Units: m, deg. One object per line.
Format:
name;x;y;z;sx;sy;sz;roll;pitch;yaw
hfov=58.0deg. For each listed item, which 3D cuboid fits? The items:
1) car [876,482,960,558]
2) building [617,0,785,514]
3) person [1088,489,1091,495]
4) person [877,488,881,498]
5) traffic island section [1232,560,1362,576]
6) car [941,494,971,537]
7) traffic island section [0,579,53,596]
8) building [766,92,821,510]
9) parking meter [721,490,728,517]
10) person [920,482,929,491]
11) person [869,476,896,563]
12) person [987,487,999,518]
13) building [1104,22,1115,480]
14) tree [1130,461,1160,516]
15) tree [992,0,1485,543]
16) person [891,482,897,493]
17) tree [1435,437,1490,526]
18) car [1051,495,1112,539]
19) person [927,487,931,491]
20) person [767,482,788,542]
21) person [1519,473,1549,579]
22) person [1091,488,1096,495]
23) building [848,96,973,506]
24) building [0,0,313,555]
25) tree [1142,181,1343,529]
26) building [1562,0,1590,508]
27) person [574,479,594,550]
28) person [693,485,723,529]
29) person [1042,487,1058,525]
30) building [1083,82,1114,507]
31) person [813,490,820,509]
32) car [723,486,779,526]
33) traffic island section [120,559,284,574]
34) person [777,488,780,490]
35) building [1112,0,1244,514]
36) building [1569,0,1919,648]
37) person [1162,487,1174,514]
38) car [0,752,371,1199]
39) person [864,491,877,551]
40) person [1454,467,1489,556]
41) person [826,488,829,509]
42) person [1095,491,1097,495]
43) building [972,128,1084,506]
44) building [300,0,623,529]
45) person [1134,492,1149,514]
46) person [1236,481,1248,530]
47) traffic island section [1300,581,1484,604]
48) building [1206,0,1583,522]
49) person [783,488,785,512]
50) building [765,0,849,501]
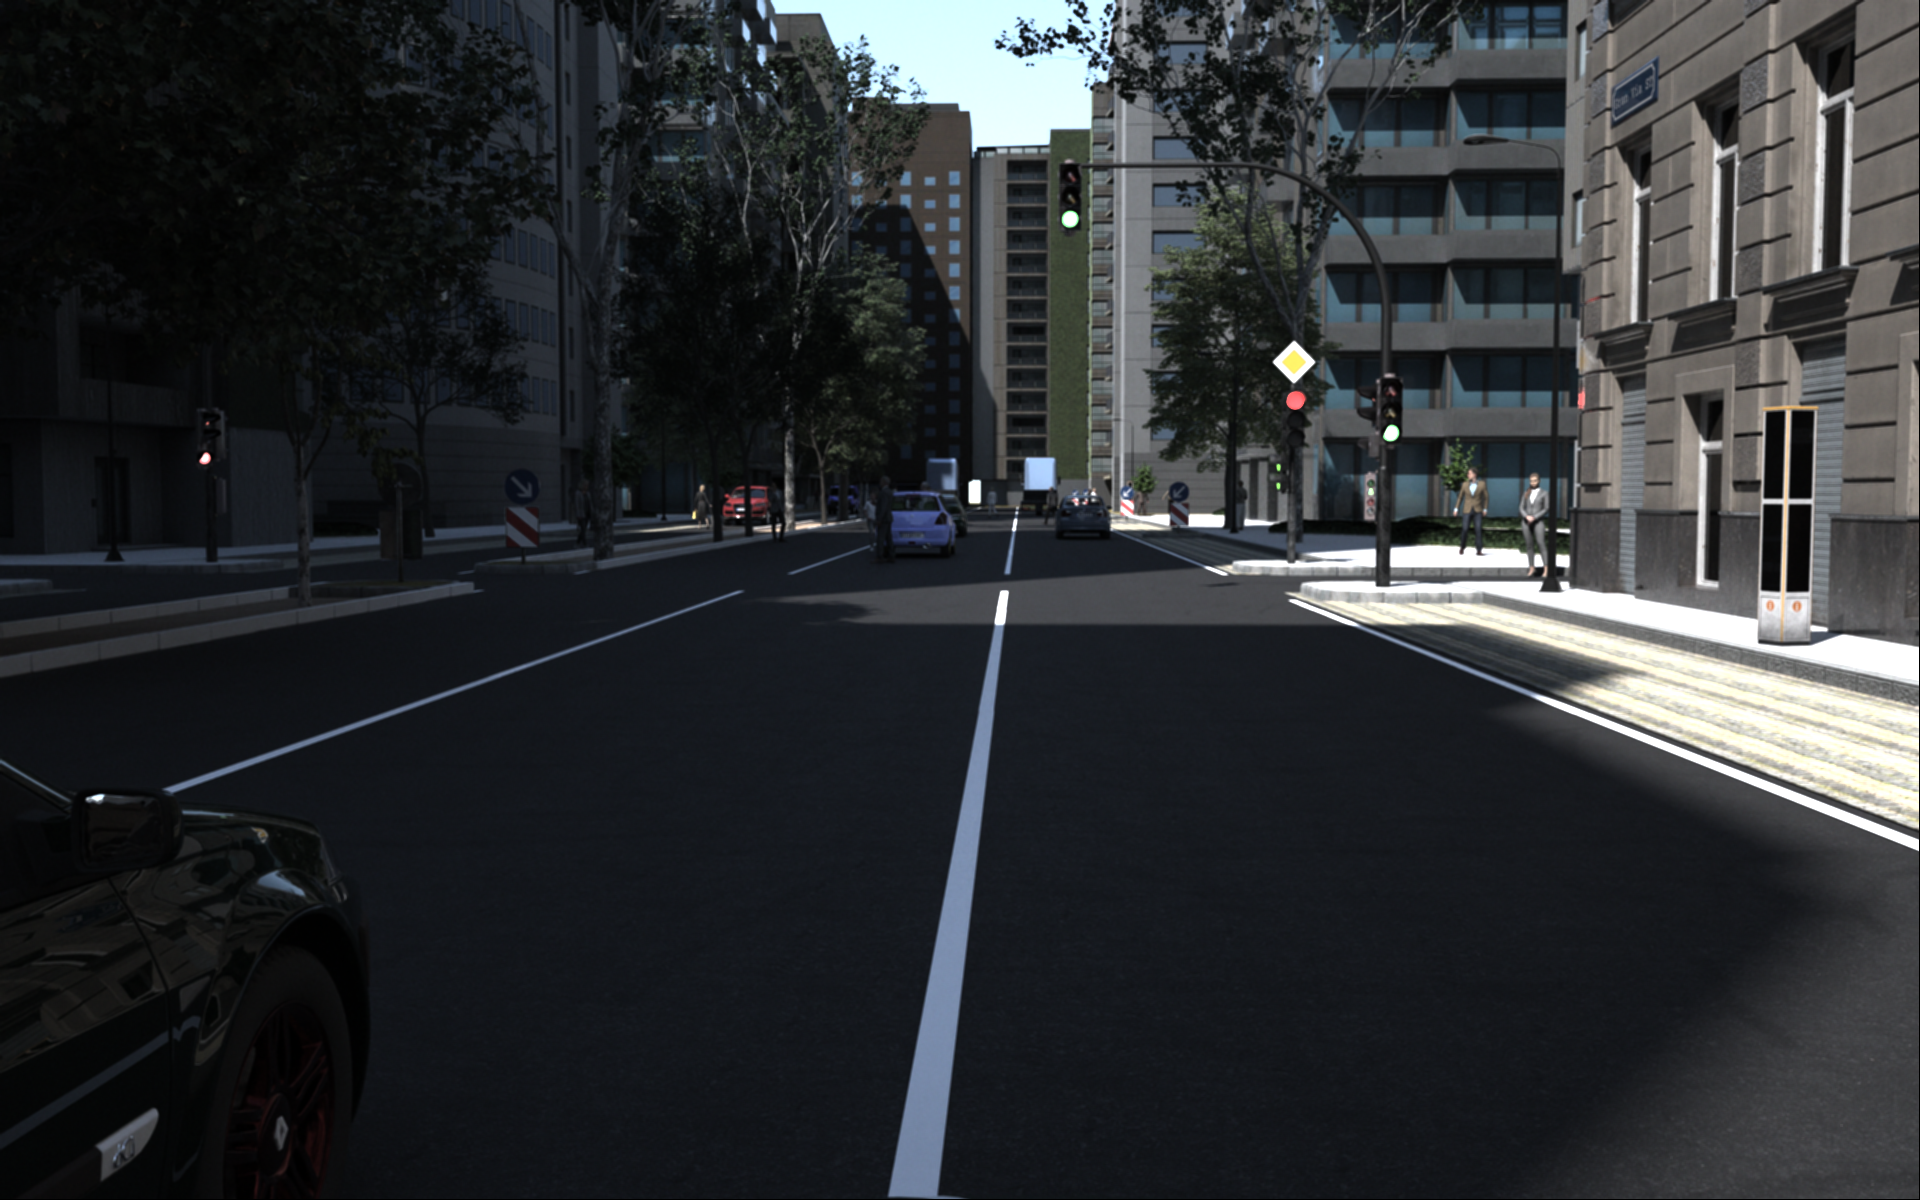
car;-0.994;-1.878;40.289;1.945;1.707;3.694;0;4;2
building;-25.112;-30.764;122.599;23.786;49.044;30.456;0;4;2
person;9.781;-7.480;130.936;0.705;1.807;1.348;3;5;40
person;-5.127;-6.238;110.451;1.348;1.831;0.705;0;4;0
traffic island section;6.125;-0.589;31.913;2.009;0.180;2.903;0;4;2
car;-0.695;-2.912;59.416;2.131;1.459;4.920;0;4;1
traffic island section;-14.379;-0.144;24.632;2.009;0.180;2.903;0;4;2
building;-28.528;-28.030;150.176;32.217;40.220;23.993;0;4;2
parking meter;-13.317;-5.482;98.036;0.372;1.533;0.369;0;3;0
person;-0.895;-2.327;47.026;0.515;1.767;0.782;0;4;5
person;-1.648;-1.680;36.146;0.590;1.801;0.661;1;4;11
person;1.918;-5.703;101.618;0.818;1.842;0.514;3;5;44
building;24.268;-30.515;153.544;22.147;44.769;28.867;0;4;2
tree;11.328;-6.730;104.643;1.663;3.219;1.824;0;3;0
tree;7.646;-11.627;45.993;12.611;20.169;13.585;0;3;0
person;-1.988;-2.749;53.621;0.511;1.800;0.466;0;4;1
tree;16.959;-3.948;59.158;1.663;3.219;1.824;0;3;0
car;3.996;-2.728;56.604;2.014;1.417;4.499;0;4;2
person;-1.741;-5.108;91.983;0.822;1.834;0.622;3;5;41
person;-5.450;-2.630;51.685;0.592;1.802;0.473;-1;4;-17
person;9.794;-1.270;29.545;0.520;1.790;0.573;1;4;23
person;7.948;-5.796;103.491;0.478;1.798;0.641;-3;5;-42
building;-5.767;-33.541;198.510;14.200;45.320;14.600;0;4;2
building;-24.545;-16.335;38.780;14.160;30.474;14.107;0;4;2
tree;10.303;-8.892;63.505;7.486;12.596;7.792;0;3;0
building;32.666;-27.765;43.192;27.495;52.752;28.713;0;4;2
person;-9.394;-2.125;43.430;0.728;1.800;0.709;2;4;35
person;-10.213;-3.740;69.858;0.699;1.804;1.509;-2;4;-34
person;4.216;-4.401;80.849;0.834;1.777;0.661;3;5;43
building;20.095;-30.070;175.245;14.154;41.232;14.086;0;4;2
person;-12.101;-8.467;145.943;0.415;1.643;0.593;3;5;42
car;-9.598;-4.356;79.889;2.281;1.827;5.304;0;4;2
traffic island section;-14.104;-0.632;32.613;2.009;0.180;2.903;0;4;2
person;-11.167;-6.027;106.893;0.661;1.843;0.795;-3;5;-42
building;21.620;-35.638;124.674;21.231;58.520;28.212;0;4;2
building;13.551;-13.048;10.595;12.463;27.353;25.104;0;4;2
person;13.630;-6.462;111.703;1.348;1.823;0.705;-1;4;-21
car;-2.053;0.488;1.801;2.009;1.686;4.222;0;4;2
person;-2.137;-1.981;43.483;0.523;1.515;0.503;3;4;38
person;10.683;-1.852;36.229;0.656;1.842;0.836;-1;4;-11
person;-11.644;-8.976;152.891;0.705;1.814;1.350;0;4;2
person;12.580;-9.510;163.004;0.593;1.643;0.415;0;4;1
building;8.371;-31.403;197.036;14.086;41.232;14.154;0;4;2
building;-28.377;-32.539;74.018;21.231;58.520;28.212;0;4;2
person;11.367;-6.248;108.750;0.990;1.755;0.434;0;4;-8
person;9.860;-3.327;60.992;0.519;1.759;0.362;-2;4;-34
traffic island section;5.850;-0.101;23.932;2.009;0.180;2.903;0;4;2
building;24.717;-28.298;82.289;23.786;49.044;30.456;0;4;2
person;-12.688;-7.218;124.854;0.445;1.727;0.742;-1;4;-21
building;-22.676;-33.615;173.311;21.600;48.544;21.300;0;4;2
